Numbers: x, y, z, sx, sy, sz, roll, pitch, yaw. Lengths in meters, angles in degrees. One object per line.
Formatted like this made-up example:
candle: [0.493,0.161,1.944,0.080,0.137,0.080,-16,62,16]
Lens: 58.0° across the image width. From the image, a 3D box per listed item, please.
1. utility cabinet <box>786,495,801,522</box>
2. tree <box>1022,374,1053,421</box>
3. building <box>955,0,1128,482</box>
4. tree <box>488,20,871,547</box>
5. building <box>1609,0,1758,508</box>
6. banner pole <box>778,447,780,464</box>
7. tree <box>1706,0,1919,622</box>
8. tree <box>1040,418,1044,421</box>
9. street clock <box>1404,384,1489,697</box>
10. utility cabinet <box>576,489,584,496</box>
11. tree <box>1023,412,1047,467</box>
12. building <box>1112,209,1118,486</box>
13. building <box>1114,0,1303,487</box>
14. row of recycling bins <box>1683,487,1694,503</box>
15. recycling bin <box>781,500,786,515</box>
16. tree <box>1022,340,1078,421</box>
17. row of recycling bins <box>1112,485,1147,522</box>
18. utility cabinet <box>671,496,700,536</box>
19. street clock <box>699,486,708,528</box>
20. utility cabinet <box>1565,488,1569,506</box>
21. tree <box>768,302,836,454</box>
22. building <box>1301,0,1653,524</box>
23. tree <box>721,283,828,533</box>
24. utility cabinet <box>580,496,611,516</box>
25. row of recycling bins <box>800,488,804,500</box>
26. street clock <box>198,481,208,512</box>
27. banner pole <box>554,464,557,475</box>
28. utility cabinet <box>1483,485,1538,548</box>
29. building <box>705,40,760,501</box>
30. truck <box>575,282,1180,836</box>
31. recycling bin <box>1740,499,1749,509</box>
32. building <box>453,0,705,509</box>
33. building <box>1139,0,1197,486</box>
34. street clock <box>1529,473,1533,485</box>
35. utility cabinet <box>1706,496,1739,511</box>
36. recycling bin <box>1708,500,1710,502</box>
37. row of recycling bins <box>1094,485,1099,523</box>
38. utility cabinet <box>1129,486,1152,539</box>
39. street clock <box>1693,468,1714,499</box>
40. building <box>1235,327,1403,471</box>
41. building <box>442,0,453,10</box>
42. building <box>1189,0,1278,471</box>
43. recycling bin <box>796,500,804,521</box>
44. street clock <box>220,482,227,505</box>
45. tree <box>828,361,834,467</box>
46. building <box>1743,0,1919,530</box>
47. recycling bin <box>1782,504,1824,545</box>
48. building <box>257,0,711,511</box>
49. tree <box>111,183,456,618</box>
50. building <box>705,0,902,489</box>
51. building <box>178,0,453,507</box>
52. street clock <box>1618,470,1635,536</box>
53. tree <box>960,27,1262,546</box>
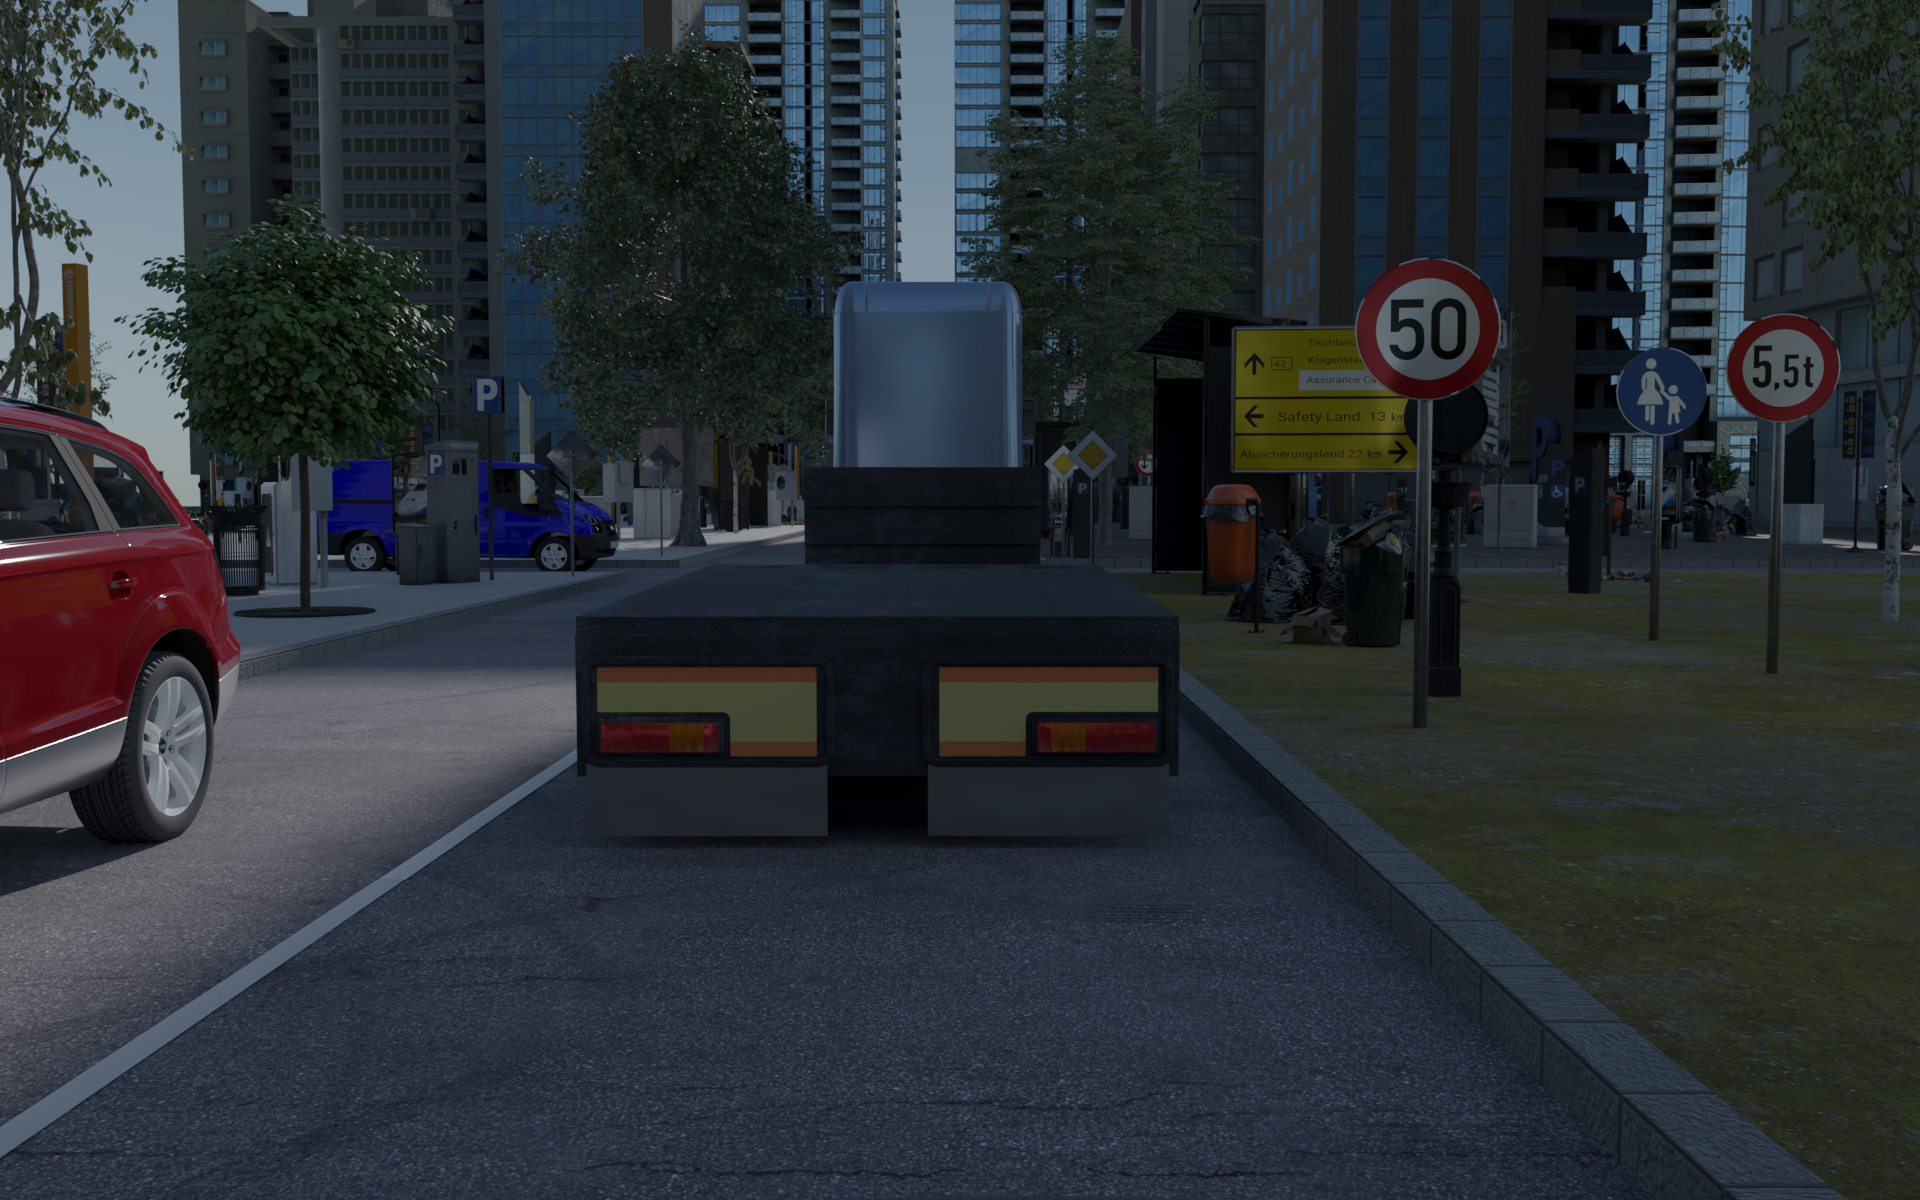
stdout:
utility cabinet: [-7.934,-4.272,81.012,1.020,1.237,0.306,0,4,1]
tree: [3.491,-9.464,105.105,4.737,8.622,4.395,0,3,0]
building: [11.021,-55.127,214.002,31.000,86.520,22.319,0,4,0]
tree: [-6.694,-7.677,42.527,9.611,12.733,9.660,0,3,0]
building: [62.847,-51.929,161.709,31.000,86.520,22.319,0,4,0]
banner pole: [-9.591,-6.245,92.130,0.401,3.779,0.863,0,4,-2]
tree: [9.351,-4.075,16.994,4.737,8.622,4.395,0,3,0]
tree: [2.804,-13.968,145.392,9.611,12.733,9.660,0,3,0]
street clock: [3.069,-0.393,10.989,0.471,2.002,0.358,0,4,-7]
utility cabinet: [-17.653,-4.329,79.465,0.318,1.500,1.173,-3,4,-39]
tree: [2.921,-5.055,66.362,4.285,4.588,4.351,0,3,0]
building: [21.640,-24.223,167.740,14.160,30.474,14.107,0,4,0]
building: [21.235,-30.768,153.161,14.600,45.320,14.200,0,4,0]
row of recycling bins: [40.934,-5.638,99.296,1.069,1.692,3.534,0,4,-6]
recycling bin: [-8.187,-3.983,77.680,0.722,1.027,0.722,-1,4,-13]
tree: [3.173,-12.796,119.586,12.009,13.543,11.850,0,3,0]
row of recycling bins: [8.256,-4.426,79.471,3.534,1.692,1.069,-2,4,-34]
utility cabinet: [-8.445,-2.540,52.699,1.020,1.237,0.306,-2,4,-27]
street clock: [-9.766,-3.751,65.906,0.471,2.002,0.358,3,5,44]
utility cabinet: [20.402,-3.096,59.304,1.173,1.500,0.318,0,4,-6]
tree: [-6.477,-11.799,103.291,12.009,13.543,11.850,0,3,0]
building: [22.305,-26.319,80.422,14.600,45.320,14.200,0,4,0]
tree: [-7.064,-6.473,56.204,4.737,8.622,4.395,0,3,0]
utility cabinet: [-10.973,-2.488,51.841,1.020,1.237,0.306,1,4,14]
row of recycling bins: [-9.348,-5.605,98.755,1.069,1.692,3.534,0,4,-4]
street clock: [-41.160,-5.482,94.202,0.471,2.002,0.358,0,4,-5]
banner pole: [-23.380,-6.657,98.856,0.863,3.779,0.401,0,4,3]
utility cabinet: [13.040,-1.979,41.042,1.173,1.500,0.318,3,4,36]
building: [-32.479,-31.145,163.837,28.867,44.769,22.147,0,4,0]
truck: [-0.378,-1.617,16.196,2.967,4.110,18.799,0,4,0]
recycling bin: [41.656,-4.881,92.359,0.722,1.027,0.722,3,5,43]
building: [-25.214,-28.614,117.948,14.600,45.320,14.200,0,4,0]
building: [24.277,-36.041,131.262,21.231,58.520,28.212,0,4,0]
street clock: [19.775,-3.379,59.815,0.358,2.002,0.471,1,4,23]
utility cabinet: [26.417,-2.981,59.903,1.020,1.237,0.306,-1,4,-18]
recycling bin: [30.977,-3.644,72.133,0.722,1.027,0.722,0,4,-6]
row of recycling bins: [4.732,-4.230,76.268,3.534,1.692,1.069,-1,4,-9]
utility cabinet: [5.351,-2.456,48.837,1.173,1.500,0.318,3,4,36]
street clock: [20.360,-2.615,47.332,0.358,2.002,0.471,0,4,-1]
building: [41.752,-36.506,216.479,30.456,49.044,23.786,0,4,0]
building: [-65.824,-55.169,214.681,31.000,86.520,22.319,0,4,0]
building: [20.359,-20.262,102.992,14.160,30.474,14.107,0,4,0]
recycling bin: [-6.525,-3.749,73.851,0.722,1.027,0.722,2,4,30]
street clock: [-42.785,-5.877,100.659,0.471,2.002,0.358,3,5,44]
tree: [-6.488,-7.946,80.284,4.737,8.622,4.395,0,3,0]
building: [46.300,-28.755,59.386,27.495,52.752,28.713,0,4,0]
recycling bin: [21.301,-1.912,43.820,0.722,1.027,0.722,-1,4,-12]
building: [-34.760,-27.239,137.238,32.217,40.220,23.993,0,4,0]
tree: [-7.114,-2.125,18.451,4.285,4.588,4.351,0,3,0]
building: [-20.295,-55.166,214.633,31.000,86.520,22.319,0,4,0]
building: [-58.456,-33.061,164.245,21.600,48.544,21.300,0,4,0]
street clock: [20.205,-2.937,52.590,0.358,2.002,0.471,-1,4,-23]
tree: [3.585,-7.658,43.337,7.486,12.596,7.792,0,3,0]
